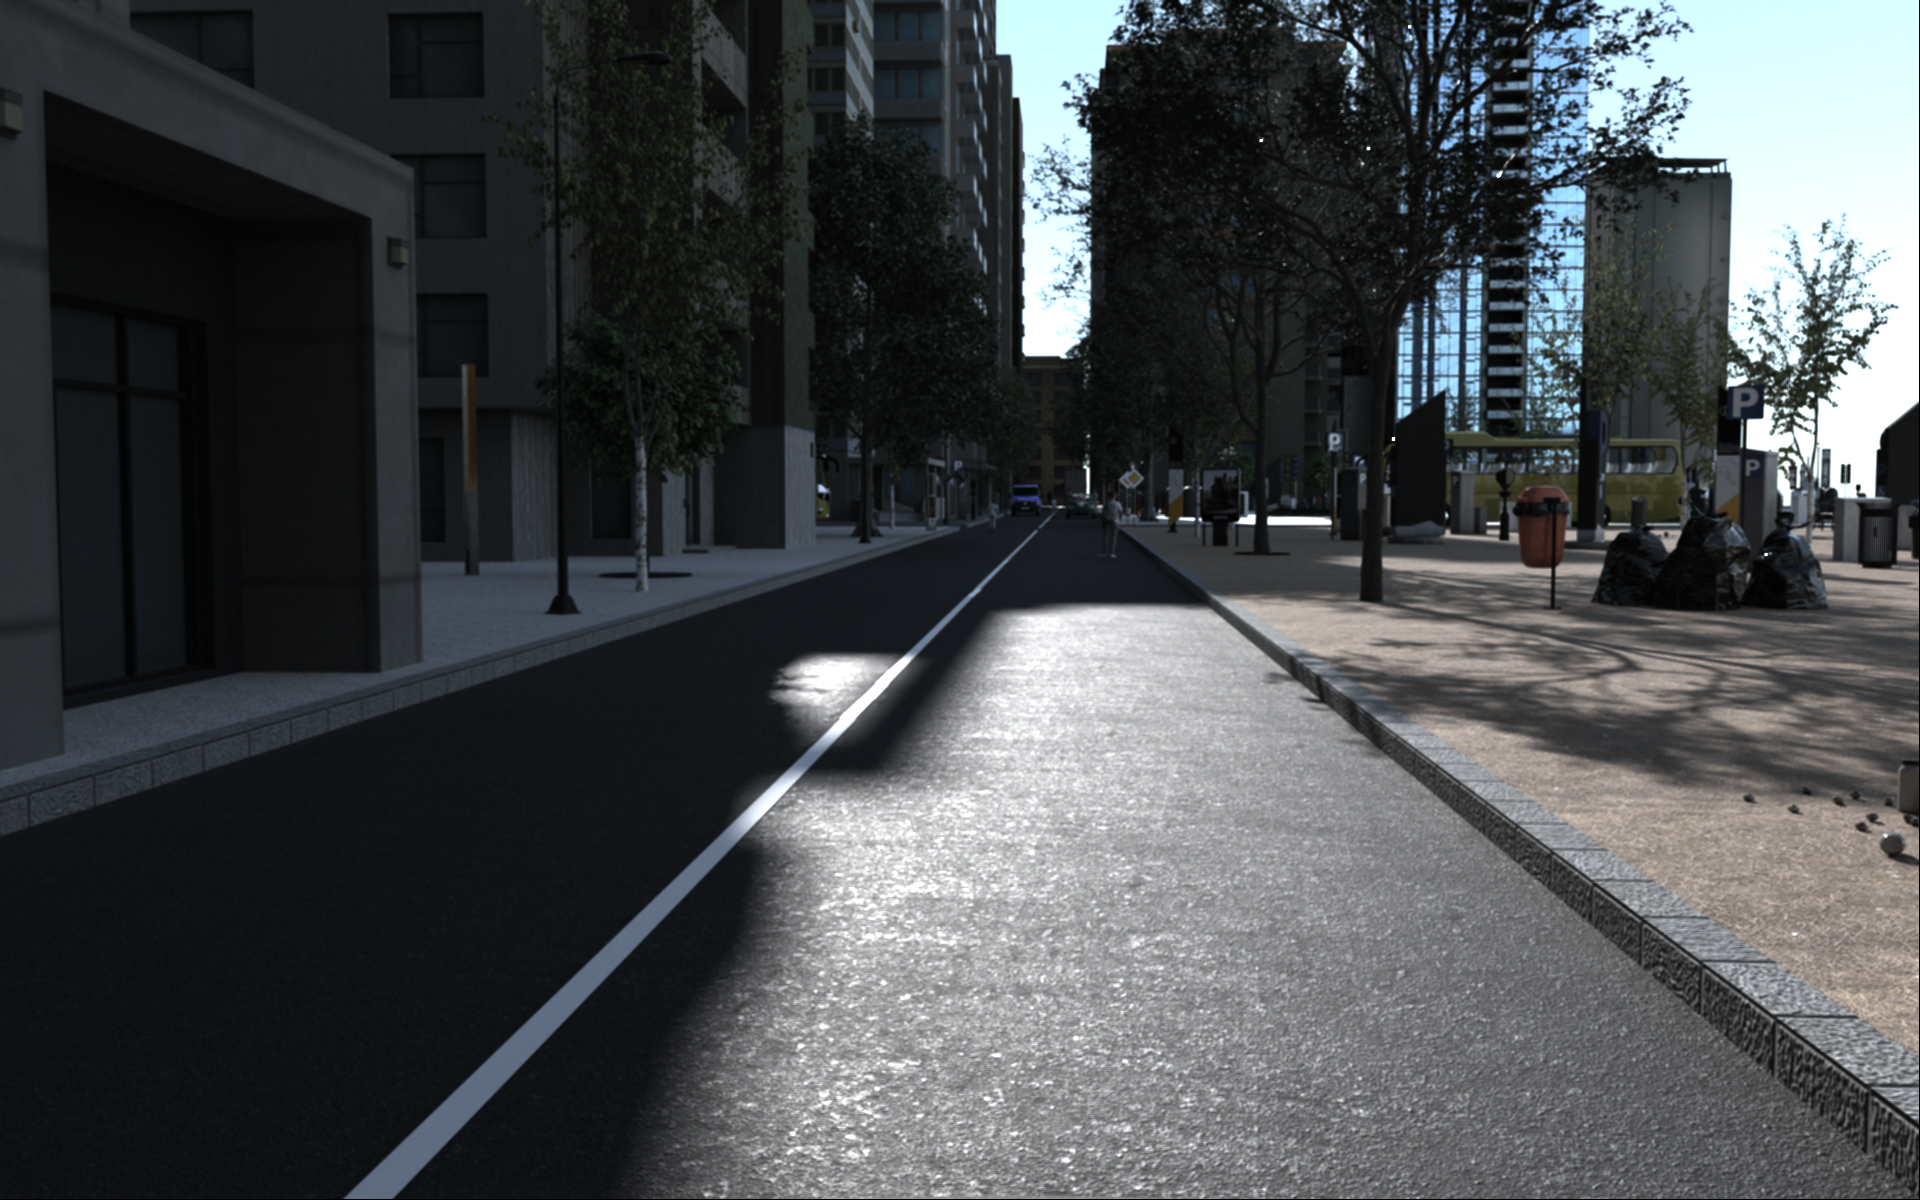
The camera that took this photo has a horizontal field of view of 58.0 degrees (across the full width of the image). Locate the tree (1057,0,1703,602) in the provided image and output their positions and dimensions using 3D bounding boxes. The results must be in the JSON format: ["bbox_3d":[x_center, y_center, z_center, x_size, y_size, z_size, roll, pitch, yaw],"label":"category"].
[{"bbox_3d":[4.717,-5.247,20.196,8.767,10.594,7.601,2,4,35],"label":"tree"}]

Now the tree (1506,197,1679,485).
[{"bbox_3d":[16.144,-5.716,43.822,4.360,8.622,3.978,0,3,0],"label":"tree"}]

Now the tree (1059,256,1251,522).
[{"bbox_3d":[8.791,-10.003,80.550,9.611,12.733,9.660,0,3,0],"label":"tree"}]

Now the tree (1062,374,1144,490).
[{"bbox_3d":[12.111,-13.028,138.767,9.928,11.665,9.643,0,3,0],"label":"tree"}]

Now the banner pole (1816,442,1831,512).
[{"bbox_3d":[41.698,-5.733,83.757,0.863,3.779,0.401,0,4,-2],"label":"banner pole"}]

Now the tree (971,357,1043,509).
[{"bbox_3d":[3.469,-13.810,143.917,7.486,12.596,7.792,0,3,0],"label":"tree"}]

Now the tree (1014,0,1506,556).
[{"bbox_3d":[6.233,-7.696,36.193,12.009,13.543,11.850,0,3,0],"label":"tree"}]

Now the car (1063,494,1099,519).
[{"bbox_3d":[7.143,-5.516,101.982,2.131,1.459,4.920,0,4,4],"label":"car"}]

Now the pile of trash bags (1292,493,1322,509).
[{"bbox_3d":[27.643,-7.808,137.406,1.912,1.369,3.447,-2,4,-33],"label":"pile of trash bags"}]

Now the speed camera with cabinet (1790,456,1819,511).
[{"bbox_3d":[43.630,-5.814,89.394,2.038,3.252,0.660,-3,5,-40],"label":"speed camera with cabinet"}]

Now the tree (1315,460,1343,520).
[{"bbox_3d":[18.666,-5.588,85.959,1.663,3.219,1.824,0,3,0],"label":"tree"}]

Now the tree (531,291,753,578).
[{"bbox_3d":[-4.947,-2.650,27.042,4.285,4.588,4.351,0,3,0],"label":"tree"}]

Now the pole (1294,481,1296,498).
[{"bbox_3d":[25.729,-8.511,132.994,0.158,3.312,0.155,0,3,0],"label":"pole"}]

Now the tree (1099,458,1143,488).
[{"bbox_3d":[10.982,-7.991,114.373,4.285,4.588,4.351,0,3,0],"label":"tree"}]

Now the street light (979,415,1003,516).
[{"bbox_3d":[1.704,-7.878,101.349,1.470,5.913,1.316,0,4,4],"label":"street light"}]

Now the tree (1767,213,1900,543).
[{"bbox_3d":[22.117,-5.812,45.387,4.737,8.622,4.395,0,3,0],"label":"tree"}]

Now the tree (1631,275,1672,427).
[{"bbox_3d":[24.798,-6.616,58.531,4.737,8.622,4.395,0,3,0],"label":"tree"}]

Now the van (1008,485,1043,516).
[{"bbox_3d":[4.351,-6.735,114.506,2.240,2.365,5.245,0,4,3],"label":"van"}]

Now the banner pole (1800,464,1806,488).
[{"bbox_3d":[61.629,-8.341,126.388,0.863,3.779,0.401,-1,4,-12],"label":"banner pole"}]

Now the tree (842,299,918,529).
[{"bbox_3d":[-2.735,-6.947,63.940,4.737,8.622,4.395,0,3,0],"label":"tree"}]

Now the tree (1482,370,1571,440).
[{"bbox_3d":[33.444,-9.176,100.389,4.737,8.622,4.395,0,3,0],"label":"tree"}]

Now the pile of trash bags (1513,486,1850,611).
[{"bbox_3d":[7.950,-0.613,19.783,3.447,1.369,1.912,-1,4,-11],"label":"pile of trash bags"}]

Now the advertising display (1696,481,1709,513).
[{"bbox_3d":[35.816,-4.790,83.524,0.974,1.923,0.123,-3,4,-37],"label":"advertising display"}]

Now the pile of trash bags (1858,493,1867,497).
[{"bbox_3d":[47.503,-5.036,92.088,3.447,1.369,1.912,1,4,12],"label":"pile of trash bags"}]

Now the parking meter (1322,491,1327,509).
[{"bbox_3d":[27.680,-7.537,131.641,0.372,1.533,0.369,0,3,0],"label":"parking meter"}]

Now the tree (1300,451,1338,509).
[{"bbox_3d":[26.799,-8.783,127.315,4.285,4.588,4.351,0,3,0],"label":"tree"}]

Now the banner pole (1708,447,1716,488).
[{"bbox_3d":[35.715,-5.618,81.863,0.863,3.779,0.401,-1,4,-22],"label":"banner pole"}]

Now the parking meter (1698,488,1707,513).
[{"bbox_3d":[33.578,-4.276,78.331,0.372,1.533,0.369,0,3,0],"label":"parking meter"}]

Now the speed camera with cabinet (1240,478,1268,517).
[{"bbox_3d":[15.989,-6.203,95.760,2.038,3.252,0.660,1,4,11],"label":"speed camera with cabinet"}]

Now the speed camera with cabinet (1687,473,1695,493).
[{"bbox_3d":[58.997,-8.808,138.339,2.038,3.252,0.660,0,4,8],"label":"speed camera with cabinet"}]

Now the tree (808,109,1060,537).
[{"bbox_3d":[-2.710,-8.251,51.919,9.611,12.733,9.660,0,3,0],"label":"tree"}]

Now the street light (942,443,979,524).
[{"bbox_3d":[-0.068,-6.247,74.672,1.470,5.913,1.316,0,4,4],"label":"street light"}]

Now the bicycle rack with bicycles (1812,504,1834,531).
[{"bbox_3d":[30.929,-2.853,60.036,2.852,0.926,2.925,1,4,17],"label":"bicycle rack with bicycles"}]

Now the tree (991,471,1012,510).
[{"bbox_3d":[3.354,-8.807,138.598,1.663,3.219,1.824,0,3,0],"label":"tree"}]

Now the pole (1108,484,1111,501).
[{"bbox_3d":[12.484,-9.226,144.695,0.158,3.312,0.155,0,3,0],"label":"pole"}]

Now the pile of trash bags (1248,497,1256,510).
[{"bbox_3d":[22.844,-7.878,138.563,1.912,1.369,3.447,1,4,10],"label":"pile of trash bags"}]

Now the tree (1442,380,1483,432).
[{"bbox_3d":[32.359,-9.925,112.633,4.737,8.622,4.395,0,3,0],"label":"tree"}]

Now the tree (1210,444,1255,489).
[{"bbox_3d":[17.830,-7.871,112.406,4.285,4.588,4.351,0,3,0],"label":"tree"}]

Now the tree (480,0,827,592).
[{"bbox_3d":[-3.965,-4.421,22.652,4.737,8.622,4.395,0,3,0],"label":"tree"}]

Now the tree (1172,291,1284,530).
[{"bbox_3d":[9.703,-6.824,61.938,4.737,8.622,4.395,0,3,0],"label":"tree"}]

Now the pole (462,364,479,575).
[{"bbox_3d":[-7.719,-2.046,27.297,0.158,3.312,0.155,0,3,0],"label":"pole"}]

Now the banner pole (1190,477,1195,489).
[{"bbox_3d":[19.287,-9.411,143.883,0.401,3.779,0.863,-2,4,-34],"label":"banner pole"}]

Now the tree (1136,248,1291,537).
[{"bbox_3d":[7.278,-6.172,51.270,4.360,8.622,3.978,0,3,0],"label":"tree"}]

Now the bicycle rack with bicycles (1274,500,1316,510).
[{"bbox_3d":[19.828,-5.516,103.575,2.852,0.926,2.925,3,5,45],"label":"bicycle rack with bicycles"}]

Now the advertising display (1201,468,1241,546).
[{"bbox_3d":[6.439,-2.298,42.792,0.974,1.923,0.123,2,4,27],"label":"advertising display"}]
